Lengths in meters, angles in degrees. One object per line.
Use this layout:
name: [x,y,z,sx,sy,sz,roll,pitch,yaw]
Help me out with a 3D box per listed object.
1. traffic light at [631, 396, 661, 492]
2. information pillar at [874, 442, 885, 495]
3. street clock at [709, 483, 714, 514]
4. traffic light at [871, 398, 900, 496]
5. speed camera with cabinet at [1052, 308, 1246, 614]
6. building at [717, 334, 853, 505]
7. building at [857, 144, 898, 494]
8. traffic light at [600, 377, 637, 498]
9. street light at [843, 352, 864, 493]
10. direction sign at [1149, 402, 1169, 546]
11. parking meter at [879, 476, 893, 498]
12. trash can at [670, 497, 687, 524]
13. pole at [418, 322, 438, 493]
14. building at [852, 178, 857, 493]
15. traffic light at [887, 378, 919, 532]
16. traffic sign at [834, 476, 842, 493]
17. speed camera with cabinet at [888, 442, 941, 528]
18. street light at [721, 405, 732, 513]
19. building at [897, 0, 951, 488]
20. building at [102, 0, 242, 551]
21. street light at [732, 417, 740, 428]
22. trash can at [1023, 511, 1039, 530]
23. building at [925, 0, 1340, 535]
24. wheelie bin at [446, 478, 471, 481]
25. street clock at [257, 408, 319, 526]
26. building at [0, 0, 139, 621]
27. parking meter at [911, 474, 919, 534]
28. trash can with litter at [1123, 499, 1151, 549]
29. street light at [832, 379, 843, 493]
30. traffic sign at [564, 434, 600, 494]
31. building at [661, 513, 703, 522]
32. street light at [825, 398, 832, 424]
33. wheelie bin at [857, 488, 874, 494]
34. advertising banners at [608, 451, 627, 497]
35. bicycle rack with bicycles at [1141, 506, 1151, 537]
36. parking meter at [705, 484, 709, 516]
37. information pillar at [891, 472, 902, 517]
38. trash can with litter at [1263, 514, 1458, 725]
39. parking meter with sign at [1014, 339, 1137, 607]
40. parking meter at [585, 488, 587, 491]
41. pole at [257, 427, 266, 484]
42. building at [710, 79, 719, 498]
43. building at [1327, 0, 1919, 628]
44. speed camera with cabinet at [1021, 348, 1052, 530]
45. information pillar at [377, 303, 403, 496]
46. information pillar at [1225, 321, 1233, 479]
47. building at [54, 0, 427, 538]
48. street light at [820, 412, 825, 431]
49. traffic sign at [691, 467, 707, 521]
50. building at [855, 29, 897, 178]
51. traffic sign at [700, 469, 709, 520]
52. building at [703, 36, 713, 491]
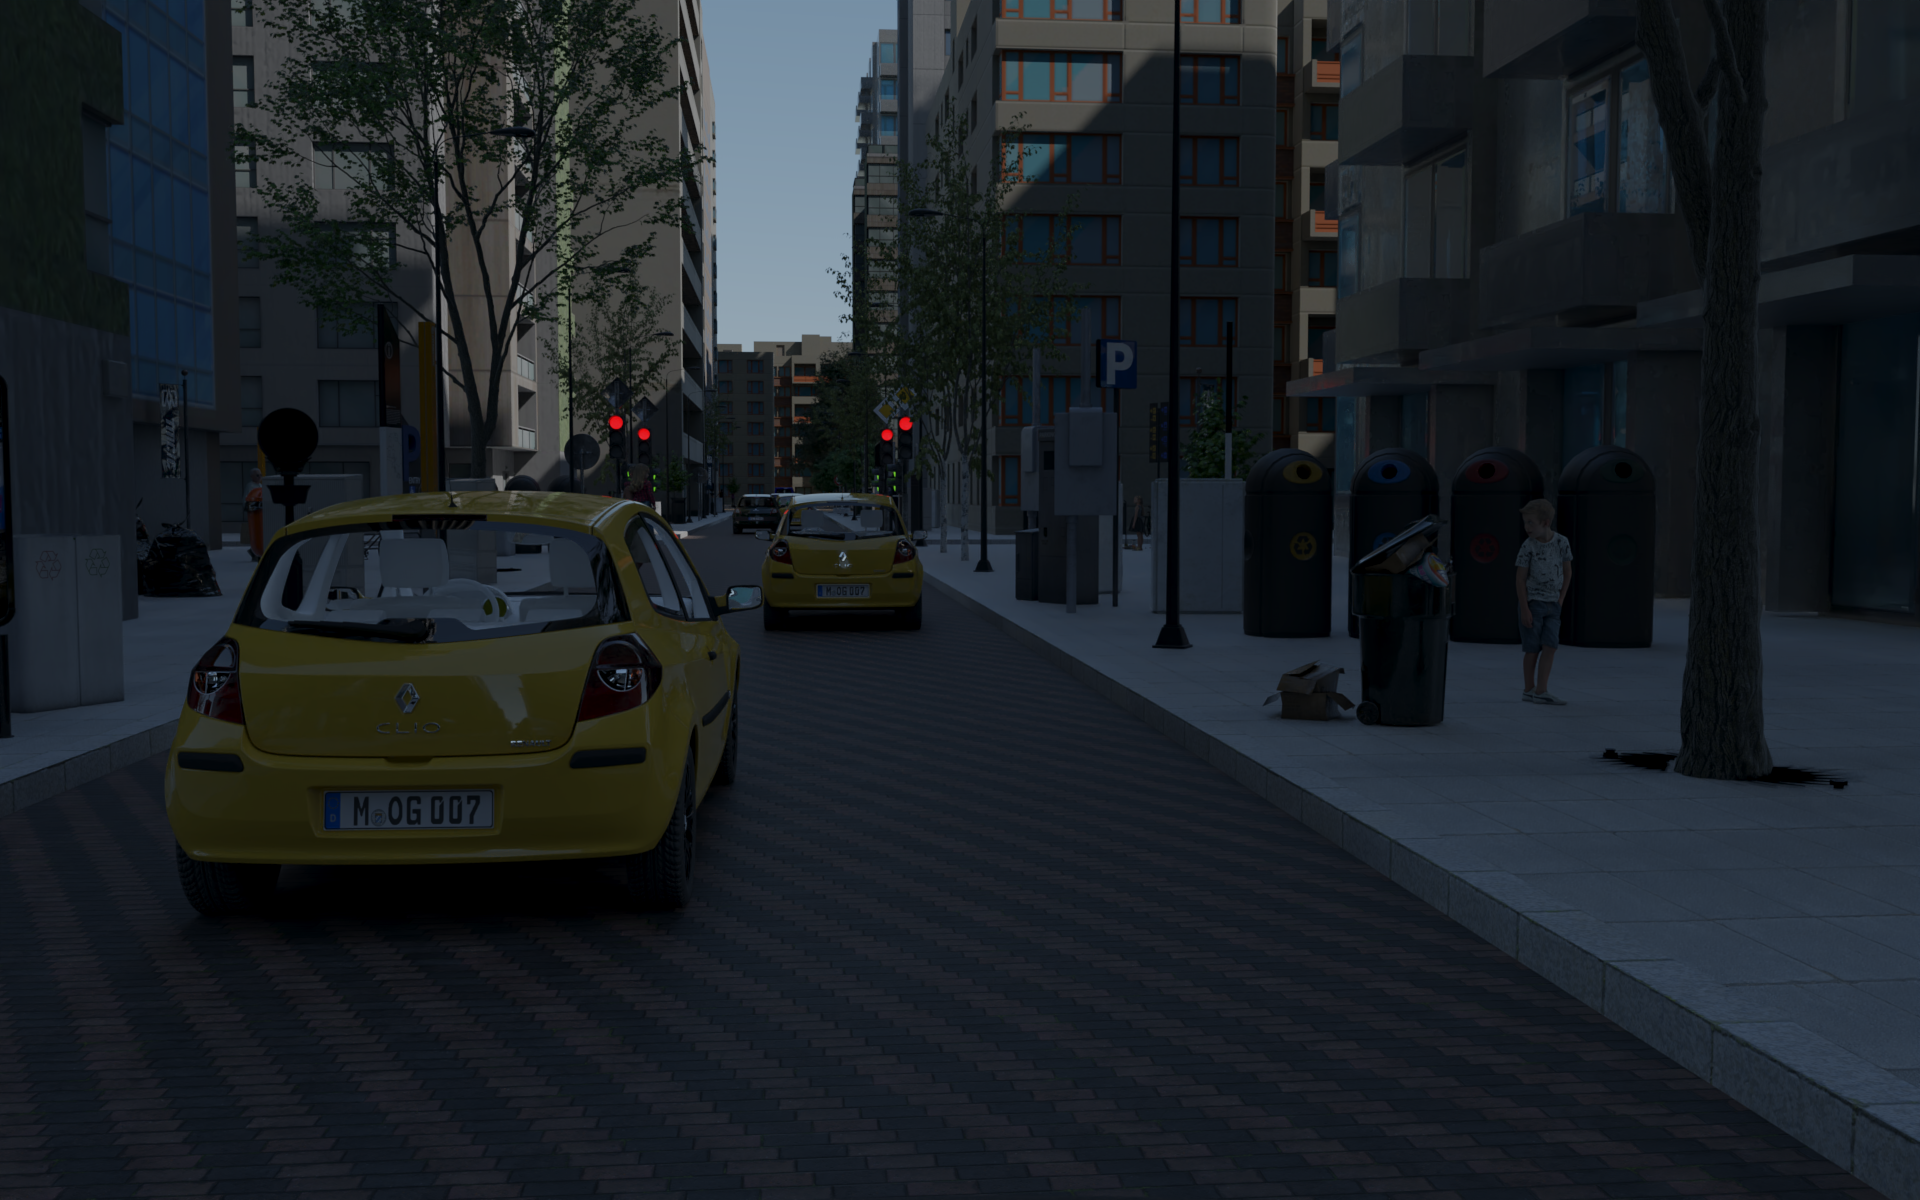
traffic light: [-8.968,-3.703,49.460,0.839,4.253,0.868,0,4,-6]
information pillar: [-3.200,-4.806,69.928,0.504,3.616,0.183,-1,4,-16]
street clock: [-15.622,-6.399,109.187,0.471,2.002,0.358,1,4,20]
traffic light: [-2.142,-3.745,50.148,0.839,4.253,0.868,0,4,-6]
speed camera with cabinet: [2.042,-1.490,18.702,2.038,3.252,0.660,0,4,3]
building: [-18.518,-23.232,224.875,28.899,21.520,27.650,0,4,-6]
building: [-1.115,-22.929,146.595,14.160,30.474,14.107,0,4,-6]
traffic light: [-8.184,-3.217,41.514,0.839,4.253,0.868,0,4,-6]
street light: [-2.974,-5.157,56.857,1.470,5.913,1.316,0,4,-6]
direction sign: [4.920,-3.114,42.907,0.379,3.537,0.876,-2,4,-24]
parking meter: [-2.375,-3.050,55.582,0.399,1.863,0.255,-3,5,-41]
trash can: [-12.020,-3.812,73.983,0.748,1.137,0.748,0,3,0]
pole: [-6.322,-1.638,20.626,0.158,3.312,0.155,0,3,0]
building: [-3.072,-23.824,161.227,14.160,30.474,14.107,0,4,-6]
traffic light: [-1.357,-3.259,42.201,0.839,4.253,0.868,0,4,-6]
traffic sign: [-7.333,-6.484,106.115,0.768,2.556,0.104,0,4,-3]
speed camera with cabinet: [-1.782,-4.357,65.577,2.038,3.252,0.660,1,4,18]
street light: [-12.886,-7.230,90.747,1.470,5.913,1.316,0,4,-6]
building: [6.451,-34.826,111.397,21.231,58.520,28.212,0,4,-6]
building: [-23.094,-23.328,31.530,14.200,45.320,14.600,0,4,-6]
street light: [-14.256,-8.080,104.642,1.470,5.913,1.316,0,4,-6]
trash can: [2.245,-2.550,53.343,0.748,1.137,0.748,0,3,0]
building: [14.129,-13.680,68.708,28.899,21.520,27.650,0,4,-6]
wheelie bin: [-9.966,-1.630,34.554,0.693,1.594,0.980,3,5,43]
street clock: [-5.669,-0.617,14.654,0.471,2.002,0.358,-2,4,-25]
building: [-14.796,-19.911,9.141,14.154,41.232,14.086,0,4,-6]
parking meter: [-1.299,-2.824,51.883,0.255,1.863,0.399,1,4,20]
trash can with litter: [3.277,-1.805,40.564,2.233,1.210,1.678,1,4,16]
street light: [-4.317,-5.981,70.329,1.470,5.913,1.316,0,4,-6]
traffic sign: [-7.950,-2.223,36.446,0.768,2.556,0.104,0,4,1]
building: [-24.262,-28.329,86.878,21.300,48.544,21.600,0,4,-6]
street light: [-5.669,-6.815,83.961,1.470,5.913,1.316,0,4,-6]
wheelie bin: [-6.198,-6.440,113.198,0.980,1.594,0.693,0,4,8]
advertising banners: [-13.821,-4.521,70.105,0.090,3.025,2.074,1,4,10]
bicycle rack with bicycles: [6.509,-2.395,52.538,2.852,0.926,2.925,3,5,43]
parking meter: [-15.174,-5.971,103.332,0.255,1.863,0.399,2,4,27]
information pillar: [-2.142,-3.321,58.791,0.304,2.012,0.304,1,4,20]
trash can with litter: [2.244,0.100,9.745,1.055,1.170,0.624,2,4,25]
parking meter with sign: [1.286,-1.471,20.313,0.543,3.016,1.738,-3,4,-36]
parking meter: [-8.979,-1.982,40.813,0.372,1.533,0.369,0,3,0]
pole: [-21.258,-3.603,52.749,0.158,3.312,0.155,0,3,0]
building: [-36.875,-34.270,184.011,21.600,48.544,21.300,0,4,-6]
building: [18.472,-24.649,22.622,23.786,49.044,30.456,0,4,-6]
speed camera with cabinet: [1.474,-1.758,23.076,0.660,3.252,2.038,-1,4,-22]
information pillar: [-7.099,-1.849,21.589,0.183,3.616,0.504,0,4,5]
information pillar: [3.686,-1.983,23.784,0.183,3.616,0.504,1,4,8]
building: [-21.805,-23.109,61.424,14.154,41.232,14.086,0,4,-6]
street light: [-6.992,-7.670,97.945,1.470,5.913,1.316,0,4,-6]
traffic sign: [-12.336,-4.995,81.777,0.768,2.556,0.104,0,4,4]
building: [0.335,-34.487,183.477,23.786,49.044,30.456,0,4,-6]
traffic sign: [-12.856,-5.252,85.977,0.768,2.556,0.104,0,4,-4]
building: [-30.984,-31.504,165.200,14.600,45.320,14.200,0,4,-6]
